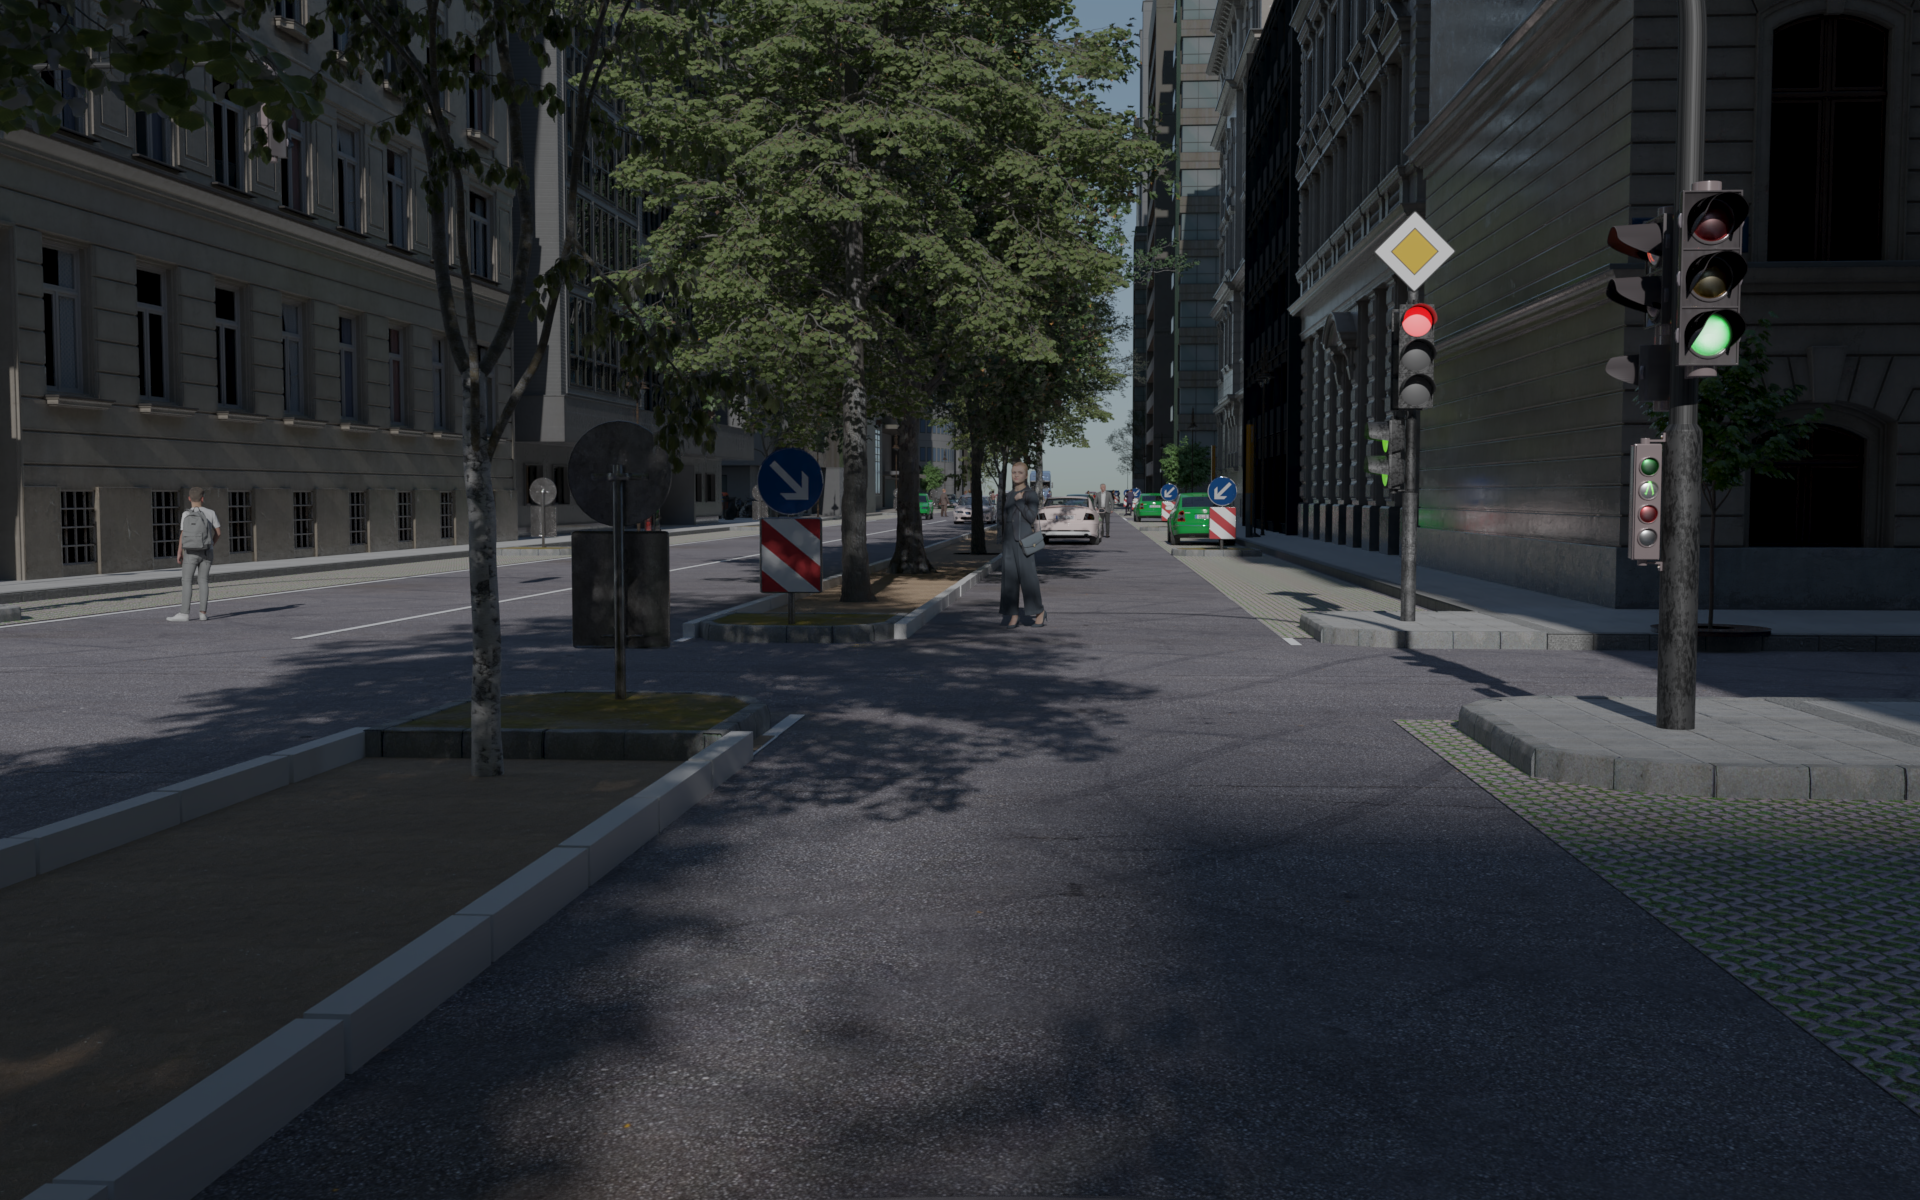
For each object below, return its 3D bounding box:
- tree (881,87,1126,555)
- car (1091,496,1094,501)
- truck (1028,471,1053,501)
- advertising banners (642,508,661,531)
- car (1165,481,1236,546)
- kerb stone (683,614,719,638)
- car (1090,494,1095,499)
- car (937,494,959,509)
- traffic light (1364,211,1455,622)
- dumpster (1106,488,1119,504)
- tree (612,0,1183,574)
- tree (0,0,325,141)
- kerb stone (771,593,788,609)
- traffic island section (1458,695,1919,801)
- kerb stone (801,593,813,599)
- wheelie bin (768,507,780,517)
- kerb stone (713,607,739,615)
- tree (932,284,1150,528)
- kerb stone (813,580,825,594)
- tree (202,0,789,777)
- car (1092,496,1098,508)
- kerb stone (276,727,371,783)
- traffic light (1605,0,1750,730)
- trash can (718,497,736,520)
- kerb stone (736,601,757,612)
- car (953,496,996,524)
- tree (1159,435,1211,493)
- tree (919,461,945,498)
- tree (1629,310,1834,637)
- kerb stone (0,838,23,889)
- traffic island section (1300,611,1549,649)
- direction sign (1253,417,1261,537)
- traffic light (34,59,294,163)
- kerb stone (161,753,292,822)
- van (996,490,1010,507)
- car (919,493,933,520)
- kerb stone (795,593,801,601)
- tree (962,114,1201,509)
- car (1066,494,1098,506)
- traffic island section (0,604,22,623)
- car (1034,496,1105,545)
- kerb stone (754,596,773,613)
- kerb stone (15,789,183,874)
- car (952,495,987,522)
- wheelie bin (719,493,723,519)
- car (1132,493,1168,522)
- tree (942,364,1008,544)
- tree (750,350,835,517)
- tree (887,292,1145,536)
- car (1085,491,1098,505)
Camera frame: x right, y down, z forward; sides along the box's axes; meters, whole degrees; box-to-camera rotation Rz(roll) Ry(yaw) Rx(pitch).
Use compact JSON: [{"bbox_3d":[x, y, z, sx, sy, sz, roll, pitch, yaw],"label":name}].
[{"bbox_3d":[0.332,-6.872,40.563,9.928,11.665,9.643,0,3,0],"label":"tree"},{"bbox_3d":[7.138,-5.522,102.280,2.014,1.417,4.499,0,4,6],"label":"car"},{"bbox_3d":[9.745,-13.234,206.135,2.967,4.110,18.799,0,4,4],"label":"truck"},{"bbox_3d":[-10.232,-3.706,56.776,0.090,3.025,2.074,1,4,12],"label":"advertising banners"},{"bbox_3d":[6.851,-2.481,49.366,1.959,1.807,4.718,0,4,4],"label":"car"},{"bbox_3d":[-2.657,0.277,17.702,0.120,0.150,1.000,0,4,4],"label":"kerb stone"},{"bbox_3d":[15.646,-12.340,211.982,2.015,1.641,3.980,0,4,5],"label":"car"},{"bbox_3d":[-1.056,-8.939,155.940,2.009,1.686,4.222,0,4,4],"label":"car"},{"bbox_3d":[4.506,-1.741,17.379,0.839,4.253,0.868,0,4,4],"label":"traffic light"},{"bbox_3d":[21.867,-14.881,248.252,1.985,2.255,1.502,0,4,5],"label":"dumpster"},{"bbox_3d":[-0.913,-6.806,30.745,9.611,12.733,9.660,0,3,0],"label":"tree"},{"bbox_3d":[-2.686,-4.990,2.165,7.486,12.596,7.792,0,3,0],"label":"tree"},{"bbox_3d":[-2.342,0.024,21.795,0.120,0.150,1.000,0,4,4],"label":"kerb stone"},{"bbox_3d":[3.943,0.780,9.528,2.009,0.180,2.903,0,4,4],"label":"traffic island section"},{"bbox_3d":[-2.196,-0.100,23.834,0.120,0.150,1.000,0,4,4],"label":"kerb stone"},{"bbox_3d":[-9.967,-5.102,91.324,0.693,1.594,0.980,2,4,34],"label":"wheelie bin"},{"bbox_3d":[-2.581,0.212,18.726,0.120,0.150,1.000,0,4,4],"label":"kerb stone"},{"bbox_3d":[2.741,-9.783,72.772,12.009,13.543,11.850,0,3,0],"label":"tree"},{"bbox_3d":[-2.112,-0.158,24.863,0.120,0.150,1.000,0,4,4],"label":"kerb stone"},{"bbox_3d":[-2.401,-3.393,8.292,4.360,8.622,3.978,0,3,0],"label":"tree"},{"bbox_3d":[7.758,-5.870,108.550,1.945,1.354,3.894,0,4,6],"label":"car"},{"bbox_3d":[-3.303,0.806,9.028,0.120,0.150,1.000,0,4,4],"label":"kerb stone"},{"bbox_3d":[1.811,-2.126,9.433,4.771,5.953,1.251,0,4,4],"label":"traffic light"},{"bbox_3d":[-11.412,-4.525,85.631,0.748,1.137,0.748,0,3,0],"label":"trash can"},{"bbox_3d":[-2.500,0.150,19.749,0.120,0.150,1.000,0,4,4],"label":"kerb stone"},{"bbox_3d":[0.740,-4.348,83.448,2.083,1.381,4.827,0,4,5],"label":"car"},{"bbox_3d":[12.726,-6.933,97.070,4.285,4.588,4.351,0,3,0],"label":"tree"},{"bbox_3d":[-3.031,-11.386,169.869,4.285,4.588,4.351,0,3,0],"label":"tree"},{"bbox_3d":[7.076,-1.302,15.896,1.663,3.219,1.824,0,3,0],"label":"tree"},{"bbox_3d":[-3.540,0.993,5.957,0.120,0.150,1.000,0,4,4],"label":"kerb stone"},{"bbox_3d":[4.545,0.293,17.490,2.009,0.180,2.903,0,4,4],"label":"traffic island section"},{"bbox_3d":[8.785,-3.640,51.512,0.379,3.537,0.876,1,4,15],"label":"direction sign"},{"bbox_3d":[-9.518,-2.678,18.455,4.771,5.953,1.251,0,4,4],"label":"traffic light"},{"bbox_3d":[-3.388,0.868,7.996,0.120,0.150,1.000,0,4,4],"label":"kerb stone"},{"bbox_3d":[4.847,-11.233,190.676,2.013,2.044,4.112,0,4,3],"label":"van"},{"bbox_3d":[-2.471,-5.394,96.980,1.959,1.807,4.718,0,4,2],"label":"car"},{"bbox_3d":[-2.271,-0.036,22.815,0.120,0.150,1.000,0,4,4],"label":"kerb stone"},{"bbox_3d":[5.139,-13.908,85.745,12.611,20.169,13.585,0,3,0],"label":"tree"},{"bbox_3d":[5.995,-4.635,87.579,2.131,1.459,4.920,0,4,5],"label":"car"},{"bbox_3d":[-11.650,0.218,18.715,2.009,0.180,2.903,0,4,4],"label":"traffic island section"},{"bbox_3d":[3.153,-2.314,50.193,2.083,1.381,4.827,0,4,6],"label":"car"},{"bbox_3d":[-2.425,0.087,20.768,0.120,0.150,1.000,0,4,4],"label":"kerb stone"},{"bbox_3d":[-3.462,0.933,6.976,0.120,0.150,1.000,0,4,4],"label":"kerb stone"},{"bbox_3d":[0.626,-4.811,90.656,2.014,1.417,4.499,0,4,2],"label":"car"},{"bbox_3d":[-12.594,-4.970,89.175,0.980,1.594,0.693,1,4,10],"label":"wheelie bin"},{"bbox_3d":[9.849,-4.893,88.788,1.959,1.807,4.718,0,4,3],"label":"car"},{"bbox_3d":[1.097,-5.899,49.262,4.737,8.622,4.395,0,3,0],"label":"tree"},{"bbox_3d":[-9.718,-9.404,88.174,8.767,10.594,7.601,-3,5,-43],"label":"tree"},{"bbox_3d":[1.291,-7.253,55.463,8.767,10.594,7.601,0,4,4],"label":"tree"},{"bbox_3d":[17.677,-13.754,233.548,2.281,1.827,5.304,0,4,4],"label":"car"}]
